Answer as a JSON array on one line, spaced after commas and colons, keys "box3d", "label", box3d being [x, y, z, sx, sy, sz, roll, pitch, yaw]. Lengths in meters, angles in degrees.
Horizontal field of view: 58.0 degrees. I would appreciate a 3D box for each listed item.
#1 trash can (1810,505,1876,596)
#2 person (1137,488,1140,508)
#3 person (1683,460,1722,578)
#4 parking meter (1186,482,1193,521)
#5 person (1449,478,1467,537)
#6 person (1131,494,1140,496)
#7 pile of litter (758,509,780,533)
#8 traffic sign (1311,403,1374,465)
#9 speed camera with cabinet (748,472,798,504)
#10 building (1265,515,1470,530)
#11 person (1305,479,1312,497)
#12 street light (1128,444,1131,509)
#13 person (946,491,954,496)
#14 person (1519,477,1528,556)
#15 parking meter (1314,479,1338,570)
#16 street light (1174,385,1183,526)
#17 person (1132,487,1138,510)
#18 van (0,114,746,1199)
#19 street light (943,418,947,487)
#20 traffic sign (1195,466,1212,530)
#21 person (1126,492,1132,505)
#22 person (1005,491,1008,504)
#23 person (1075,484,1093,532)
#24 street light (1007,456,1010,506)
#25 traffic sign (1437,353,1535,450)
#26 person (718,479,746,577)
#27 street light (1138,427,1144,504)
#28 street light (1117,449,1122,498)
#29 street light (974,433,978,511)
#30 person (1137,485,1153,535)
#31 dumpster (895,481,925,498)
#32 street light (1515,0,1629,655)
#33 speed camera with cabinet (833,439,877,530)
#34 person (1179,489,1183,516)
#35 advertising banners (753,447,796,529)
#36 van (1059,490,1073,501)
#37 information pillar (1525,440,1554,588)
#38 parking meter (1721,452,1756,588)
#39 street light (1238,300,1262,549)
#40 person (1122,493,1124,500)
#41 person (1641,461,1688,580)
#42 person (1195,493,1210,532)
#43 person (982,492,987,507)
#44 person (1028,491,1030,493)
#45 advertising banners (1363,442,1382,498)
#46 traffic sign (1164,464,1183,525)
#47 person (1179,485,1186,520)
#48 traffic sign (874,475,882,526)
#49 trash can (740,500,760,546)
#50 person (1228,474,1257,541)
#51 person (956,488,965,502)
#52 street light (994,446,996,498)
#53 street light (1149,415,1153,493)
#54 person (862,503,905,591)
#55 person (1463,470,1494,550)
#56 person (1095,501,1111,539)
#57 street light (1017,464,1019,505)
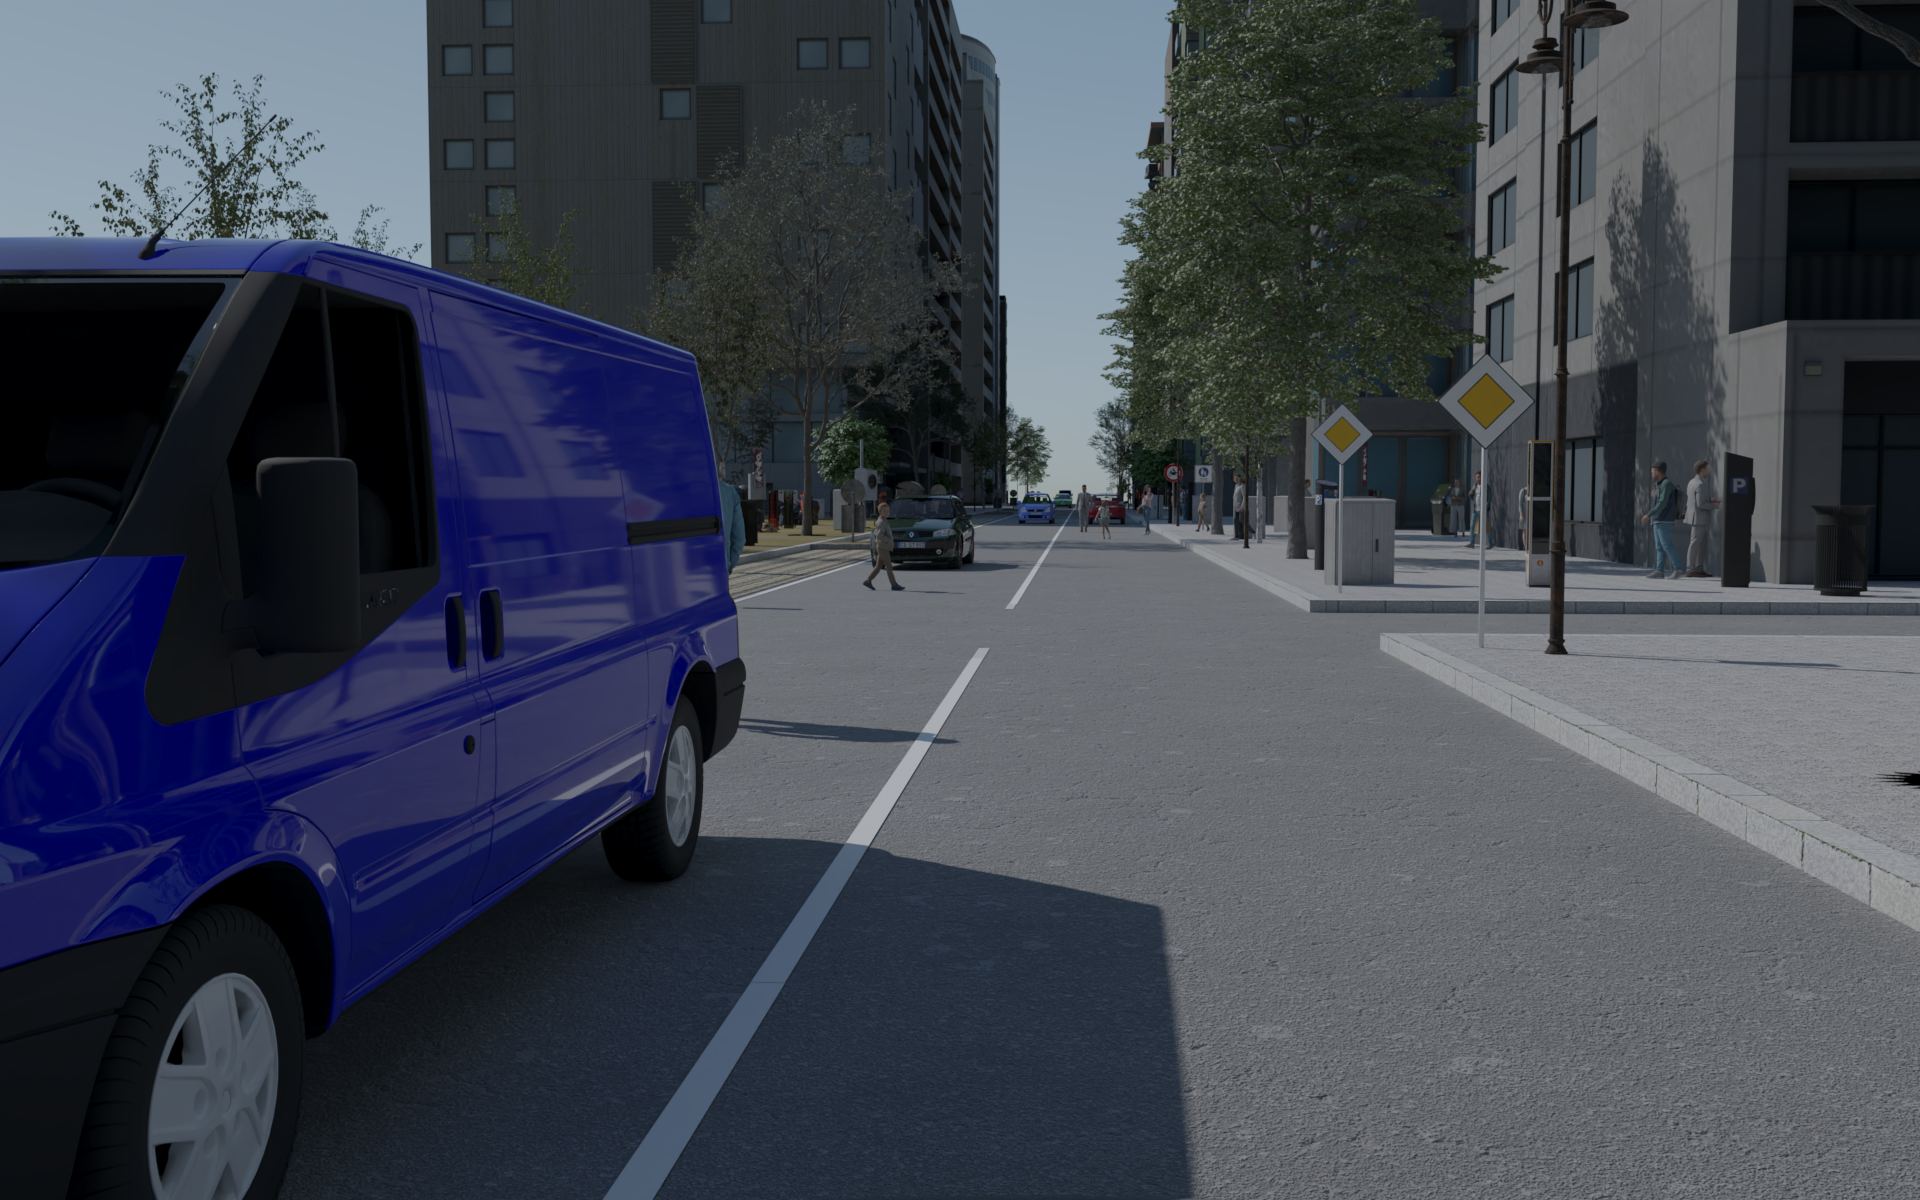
[{"box3d": [11.137, -0.625, 21.879, 0.748, 1.137, 0.748, 0, 3, 0], "label": "trash can"}, {"box3d": [16.417, -9.432, 160.197, 0.705, 1.831, 1.348, 2, 4, 31], "label": "person"}, {"box3d": [11.436, -1.245, 26.592, 0.583, 1.804, 0.606, 0, 4, 4], "label": "person"}, {"box3d": [11.085, -4.762, 83.564, 0.255, 1.863, 0.399, -1, 4, -10], "label": "parking meter"}, {"box3d": [14.760, -2.742, 51.420, 0.519, 1.759, 0.362, 2, 4, 34], "label": "person"}, {"box3d": [19.546, -11.415, 192.614, 1.348, 1.831, 0.705, 2, 4, 31], "label": "person"}, {"box3d": [-6.569, -2.705, 58.200, 1.176, 0.858, 1.719, 1, 4, 22], "label": "pile of litter"}, {"box3d": [4.935, -1.232, 22.326, 0.795, 2.593, 0.064, 0, 4, 4], "label": "traffic sign"}, {"box3d": [-7.991, -4.872, 73.991, 2.038, 3.252, 0.660, -1, 4, -17], "label": "speed camera with cabinet"}, {"box3d": [23.384, -27.756, 73.418, 23.786, 49.044, 30.456, 0, 4, 4], "label": "building"}, {"box3d": [10.479, -2.791, 52.431, 0.760, 1.731, 0.466, -3, 5, -40], "label": "person"}, {"box3d": [14.178, -10.567, 145.564, 0.468, 5.910, 1.993, 0, 4, 4], "label": "street light"}, {"box3d": [-0.932, -6.867, 118.332, 1.348, 1.823, 0.705, 0, 4, 1], "label": "person"}, {"box3d": [11.827, -1.765, 35.901, 0.512, 1.701, 0.522, 0, 4, -4], "label": "person"}, {"box3d": [6.187, -1.276, 29.271, 0.372, 1.533, 0.369, 0, 3, 0], "label": "parking meter"}, {"box3d": [8.687, -5.878, 68.896, 0.468, 5.910, 1.993, 0, 4, 4], "label": "street light"}, {"box3d": [14.111, -8.172, 139.665, 0.705, 1.823, 1.348, -1, 4, -8], "label": "person"}, {"box3d": [-2.088, -0.031, 4.891, 2.240, 2.365, 5.245, 0, 4, 5], "label": "van"}, {"box3d": [-0.877, -7.762, 99.689, 0.468, 5.910, 1.993, 0, 4, 4], "label": "street light"}, {"box3d": [8.617, -3.621, 61.331, 0.606, 2.300, 0.079, 0, 4, 4], "label": "traffic sign"}, {"box3d": [19.204, -11.590, 196.071, 0.617, 1.759, 0.750, 1, 4, 16], "label": "person"}, {"box3d": [6.160, -13.635, 229.699, 0.721, 1.735, 1.217, -1, 4, -15], "label": "person"}, {"box3d": [4.679, -3.447, 65.134, 0.678, 1.792, 0.850, 0, 4, 5], "label": "person"}, {"box3d": [5.061, -12.835, 182.639, 0.468, 5.910, 1.993, 0, 4, 4], "label": "street light"}, {"box3d": [4.366, -0.744, 14.361, 0.795, 2.593, 0.064, 0, 4, 4], "label": "traffic sign"}, {"box3d": [-1.661, -0.151, 10.995, 0.660, 1.820, 0.620, -3, 4, -37], "label": "person"}, {"box3d": [12.161, -8.789, 116.483, 0.468, 5.910, 1.993, 0, 4, 4], "label": "street light"}, {"box3d": [16.135, -12.260, 173.235, 0.468, 5.910, 1.993, 0, 4, 4], "label": "street light"}, {"box3d": [1.087, -9.478, 127.745, 0.468, 5.910, 1.993, 0, 4, 4], "label": "street light"}, {"box3d": [6.572, -3.161, 60.775, 0.643, 1.750, 0.593, -3, 5, -40], "label": "person"}, {"box3d": [-2.310, -4.509, 79.473, 1.264, 1.857, 1.865, 0, 4, 4], "label": "dumpster"}, {"box3d": [4.786, -2.504, 13.724, 0.468, 5.910, 1.993, 0, 4, 4], "label": "street light"}, {"box3d": [-3.740, -4.136, 61.966, 0.660, 3.252, 2.038, 2, 4, 31], "label": "speed camera with cabinet"}, {"box3d": [12.945, -5.753, 101.571, 0.415, 1.643, 0.593, 1, 4, 21], "label": "person"}, {"box3d": [-6.944, -4.183, 64.573, 2.074, 3.025, 0.090, 2, 4, 35], "label": "advertising banners"}, {"box3d": [14.835, -14.650, 243.919, 2.240, 2.365, 5.245, 0, 4, 6], "label": "van"}, {"box3d": [7.975, -1.183, 23.832, 0.304, 2.012, 0.304, 1, 4, 10], "label": "information pillar"}, {"box3d": [10.704, -1.107, 23.810, 0.399, 1.863, 0.255, 1, 4, 21], "label": "parking meter"}, {"box3d": [6.754, -4.152, 40.674, 0.468, 5.910, 1.993, 0, 4, 4], "label": "street light"}, {"box3d": [18.269, -11.537, 194.754, 0.705, 1.814, 1.350, 0, 4, -5], "label": "person"}, {"box3d": [10.602, -1.206, 26.117, 0.721, 1.781, 0.623, 1, 4, 10], "label": "person"}, {"box3d": [8.303, -2.981, 59.051, 0.640, 1.303, 0.475, -3, 5, -40], "label": "person"}, {"box3d": [2.202, -9.182, 156.245, 0.705, 1.814, 1.350, -1, 4, -15], "label": "person"}, {"box3d": [7.548, -10.956, 188.317, 0.721, 1.739, 1.217, -3, 5, -41], "label": "person"}, {"box3d": [13.932, -3.821, 58.653, 0.090, 3.025, 2.074, 2, 4, 31], "label": "advertising banners"}, {"box3d": [8.947, -4.434, 72.604, 0.768, 2.556, 0.104, 1, 4, 11], "label": "traffic sign"}, {"box3d": [10.959, -4.759, 84.691, 0.643, 1.720, 0.563, -2, 4, -26], "label": "person"}, {"box3d": [-3.383, -4.063, 68.566, 0.606, 2.300, 0.079, 0, 4, 6], "label": "traffic sign"}, {"box3d": [-5.321, -1.916, 42.979, 0.748, 1.137, 0.748, 0, 3, 0], "label": "trash can"}, {"box3d": [7.801, -2.562, 47.774, 0.795, 1.843, 0.661, -1, 4, -11], "label": "person"}, {"box3d": [0.081, -7.198, 124.670, 0.756, 1.711, 0.436, -2, 4, -32], "label": "person"}, {"box3d": [3.181, -11.238, 156.537, 0.468, 5.910, 1.993, 0, 4, 4], "label": "street light"}, {"box3d": [10.720, -7.589, 96.869, 0.468, 5.910, 1.993, 0, 4, 4], "label": "street light"}, {"box3d": [-1.140, -0.796, 25.789, 0.640, 1.303, 0.475, 0, 4, -6], "label": "person"}, {"box3d": [11.985, -2.065, 39.793, 0.713, 1.824, 0.794, -1, 4, -17], "label": "person"}, {"box3d": [4.518, -2.517, 54.666, 0.505, 1.210, 0.382, 0, 4, 5], "label": "person"}, {"box3d": [6.983, -14.556, 210.776, 0.468, 5.910, 1.993, 0, 4, 4], "label": "street light"}]
